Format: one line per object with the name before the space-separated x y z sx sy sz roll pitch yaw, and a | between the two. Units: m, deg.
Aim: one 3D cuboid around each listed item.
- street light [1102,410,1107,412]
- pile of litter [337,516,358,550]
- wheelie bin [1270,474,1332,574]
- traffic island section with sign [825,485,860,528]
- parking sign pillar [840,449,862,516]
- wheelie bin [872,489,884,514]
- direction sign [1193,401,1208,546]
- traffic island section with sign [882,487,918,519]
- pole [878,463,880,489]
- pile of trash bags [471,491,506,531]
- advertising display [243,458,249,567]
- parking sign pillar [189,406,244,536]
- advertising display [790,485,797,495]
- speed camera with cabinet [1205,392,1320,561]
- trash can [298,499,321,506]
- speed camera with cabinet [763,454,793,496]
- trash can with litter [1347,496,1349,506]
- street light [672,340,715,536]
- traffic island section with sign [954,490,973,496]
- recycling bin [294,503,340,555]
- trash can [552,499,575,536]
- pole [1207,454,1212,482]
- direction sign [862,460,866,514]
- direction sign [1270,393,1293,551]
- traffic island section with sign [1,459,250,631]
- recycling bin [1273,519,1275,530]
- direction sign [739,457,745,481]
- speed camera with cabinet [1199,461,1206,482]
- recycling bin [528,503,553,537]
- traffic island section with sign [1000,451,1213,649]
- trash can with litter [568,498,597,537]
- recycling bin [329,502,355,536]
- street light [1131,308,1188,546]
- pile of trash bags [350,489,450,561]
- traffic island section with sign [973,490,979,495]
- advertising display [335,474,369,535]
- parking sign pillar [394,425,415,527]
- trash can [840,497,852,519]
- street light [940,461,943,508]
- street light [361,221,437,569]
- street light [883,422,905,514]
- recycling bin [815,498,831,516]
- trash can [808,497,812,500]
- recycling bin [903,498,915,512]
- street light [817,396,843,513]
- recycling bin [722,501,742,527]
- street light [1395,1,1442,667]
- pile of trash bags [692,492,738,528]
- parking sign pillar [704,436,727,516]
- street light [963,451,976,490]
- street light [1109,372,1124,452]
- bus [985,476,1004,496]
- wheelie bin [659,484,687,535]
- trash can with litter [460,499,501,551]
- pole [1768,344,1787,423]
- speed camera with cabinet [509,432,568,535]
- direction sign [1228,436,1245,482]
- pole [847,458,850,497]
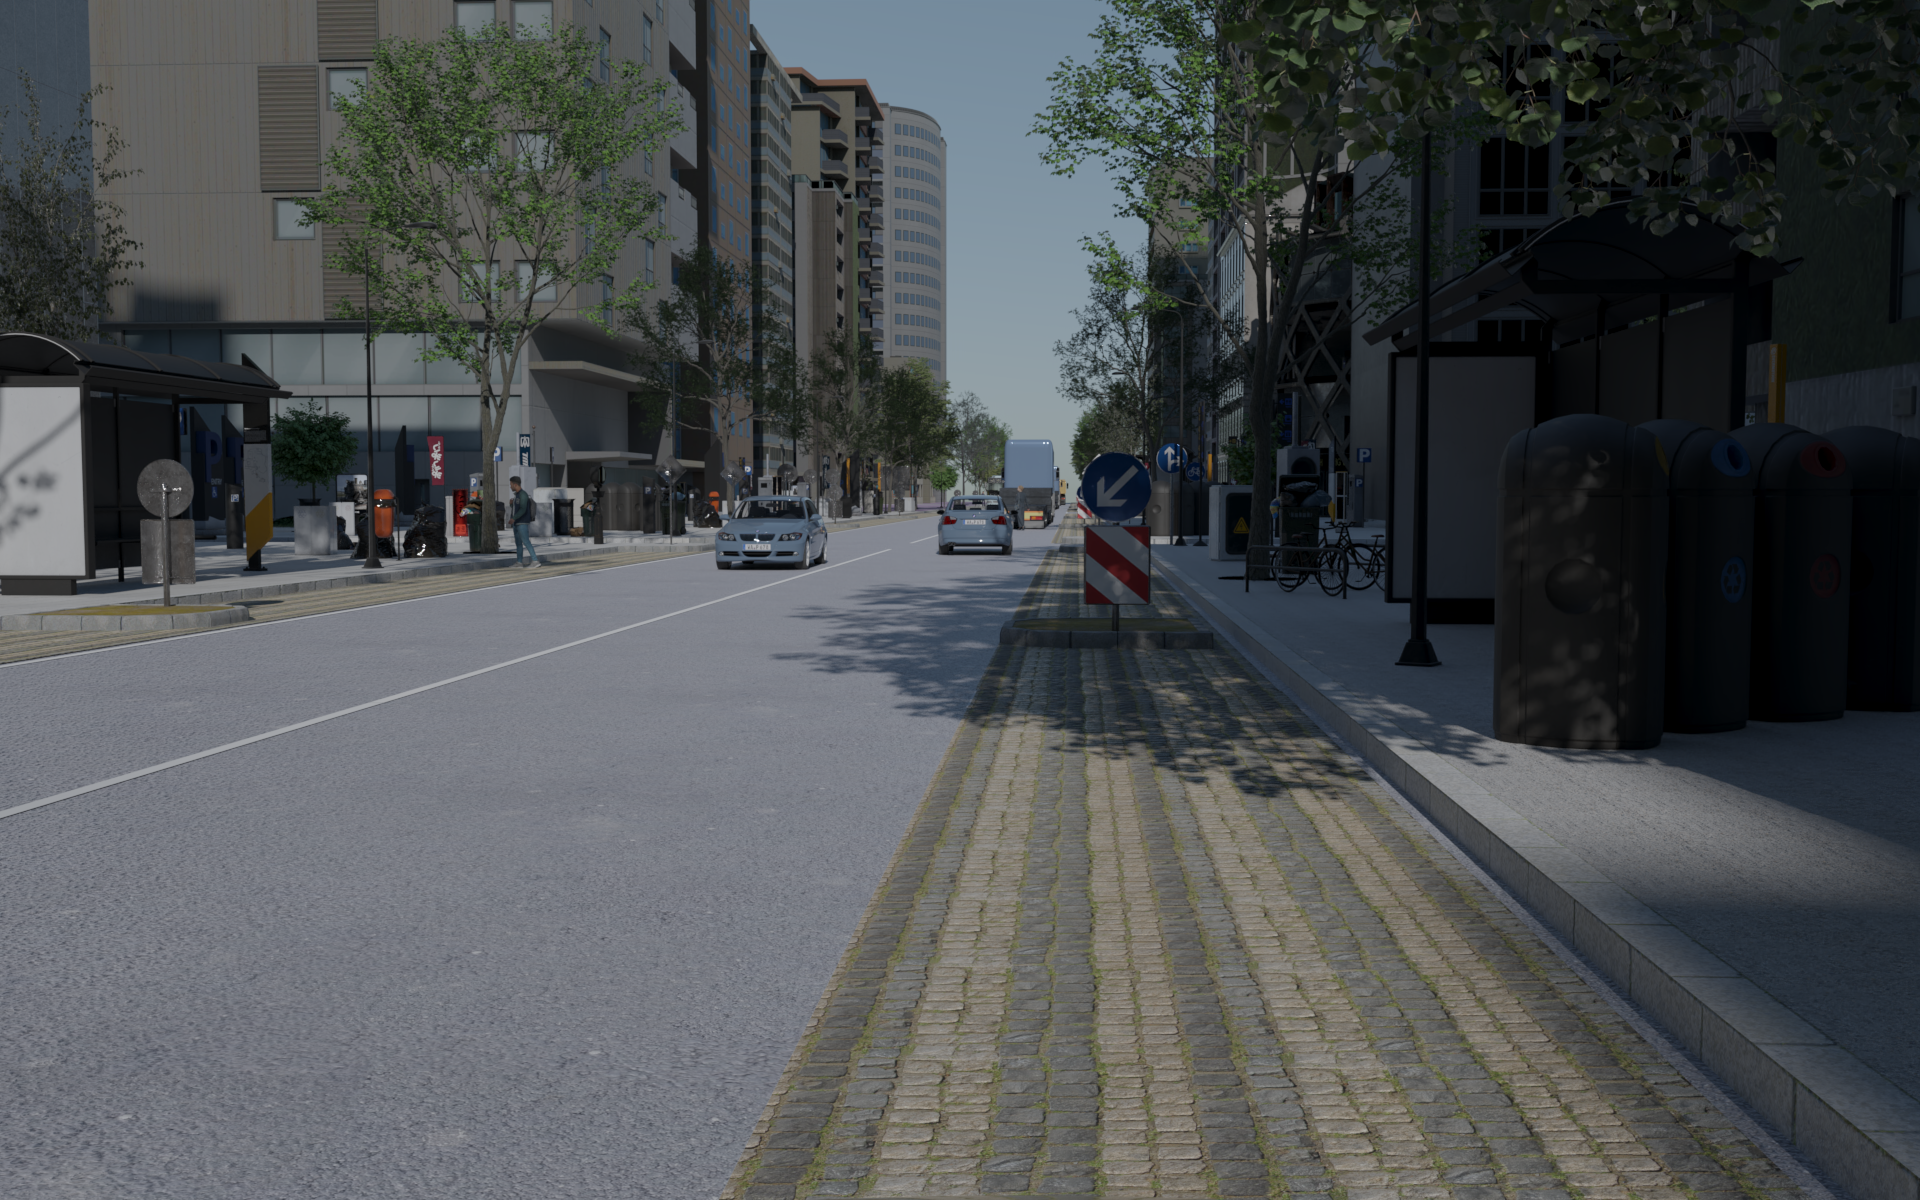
street light | 8.472 -7.543 95.872 1.470 5.913 1.316 0 4 4
pile of litter | -14.319 -1.617 40.399 1.176 0.858 1.719 -2 4 -29
wheelie bin | 5.491 -1.222 27.885 0.980 1.594 0.693 0 4 7
traffic island section with sign | -5.329 -3.998 73.998 1.989 1.847 2.006 0 4 4
parking sign pillar | -6.515 -6.950 102.102 1.447 3.967 1.447 3 5 43
wheelie bin | -5.185 -6.218 109.567 0.693 1.594 0.980 -1 4 -18
direction sign | 5.921 -3.093 42.561 0.379 3.537 0.876 0 4 0
traffic island section with sign | -3.503 -5.665 101.255 1.989 1.847 2.006 0 4 4
pole | -5.215 -7.222 111.917 0.158 3.312 0.155 0 3 0
pile of trash bags | -16.677 -3.063 59.829 1.912 1.369 3.447 -1 4 -17
advertising display | -12.530 -1.549 30.544 0.123 1.923 0.974 -2 4 -26
parking sign pillar | -23.419 -4.002 53.901 1.447 3.967 1.447 0 4 2
advertising display | -11.992 -7.375 125.796 0.123 1.923 0.974 3 4 36
speed camera with cabinet | 5.862 -2.385 33.333 2.038 3.252 0.660 -1 4 -12
trash can | -20.776 -2.673 55.364 0.748 1.137 0.748 0 3 0
speed camera with cabinet | -8.932 -5.546 85.019 0.660 3.252 2.038 -3 4 -36
trash can with litter | 20.019 -4.772 89.403 0.624 1.170 1.055 2 4 28
street light | -8.092 -4.883 52.376 1.470 5.913 1.316 0 4 4
traffic island section with sign | -0.165 -8.727 151.309 1.989 1.847 2.006 0 4 4
recycling bin | -13.609 -1.470 36.585 0.722 1.027 0.722 0 4 -7
trash can | -12.264 -2.566 53.608 0.748 1.137 0.748 0 3 0
pole | 12.759 -5.797 88.619 0.158 3.312 0.155 0 3 0
direction sign | -6.362 -7.484 114.368 0.379 3.537 0.876 -1 4 -17
direction sign | 7.028 -2.872 38.947 0.876 3.537 0.379 0 4 7
traffic island section with sign | -8.995 -0.635 19.004 1.989 1.847 2.006 0 4 4
recycling bin | 11.193 -2.954 60.856 0.722 1.027 0.722 -1 4 -18
direction sign | -13.361 -6.988 106.252 0.379 3.537 0.876 1 4 17
speed camera with cabinet | 15.517 -6.781 105.209 2.038 3.252 0.660 0 4 -8
recycling bin | -12.535 -2.392 51.669 0.722 1.027 0.722 -1 4 -12
traffic island section with sign | 1.402 -0.506 16.902 1.989 1.847 2.006 0 4 4
trash can with litter | -11.304 -2.481 51.952 1.055 1.170 0.624 2 4 25
recycling bin | -18.882 -2.468 52.906 0.722 1.027 0.722 -1 4 -20
street light | 4.916 -4.293 42.728 1.470 5.913 1.316 0 4 4
pile of trash bags | -11.282 -1.524 34.671 1.912 1.369 3.447 -1 4 -10
traffic island section with sign | 1.649 -10.395 178.579 1.989 1.847 2.006 0 4 4
advertising display | -19.186 -3.025 54.673 0.974 1.923 0.123 -2 4 -27
parking sign pillar | -21.963 -4.894 68.484 1.447 3.967 1.447 -2 4 -32
trash can | -5.983 -4.847 90.900 0.748 1.137 0.748 0 3 0
street light | -1.154 -11.348 158.087 1.470 5.913 1.316 0 4 4
street light | -9.603 -3.496 29.693 1.470 5.913 1.316 0 4 4
street light | -4.259 -8.513 111.728 1.470 5.913 1.316 0 4 4
recycling bin | -7.883 -5.331 99.718 0.722 1.027 0.722 -2 4 -28
trash can | -7.833 -4.644 87.578 0.748 1.137 0.748 0 3 0
recycling bin | -3.699 -6.860 124.711 0.722 1.027 0.722 1 4 22
street light | -6.216 -6.698 82.055 1.470 5.913 1.316 0 4 4
recycling bin | -8.355 -3.171 64.407 0.722 1.027 0.722 2 4 25
street light | 2.903 -2.467 12.876 1.470 5.913 1.316 0 4 4
pile of trash bags | -9.413 -3.502 67.010 1.912 1.369 3.447 -1 4 -14
parking sign pillar | -11.400 -5.653 80.899 1.447 3.967 1.447 -3 5 -42
street light | 0.863 -13.185 188.115 1.470 5.913 1.316 0 4 4
street light | 6.457 -5.709 65.888 1.470 5.913 1.316 0 4 4
bus | 4.010 -10.506 166.630 2.948 3.499 13.247 0 4 3
wheelie bin | -9.052 -2.860 54.664 0.980 1.594 0.693 2 4 34
trash can with litter | -10.746 -1.682 38.885 0.624 1.170 1.055 0 4 6
pole | 11.134 -1.824 23.661 0.158 3.312 0.155 0 3 0
speed camera with cabinet | -13.501 -3.738 55.454 2.038 3.252 0.660 2 4 31
direction sign | 10.851 -4.620 67.526 0.876 3.537 0.379 3 4 39
pole | -6.353 -6.401 98.503 0.158 3.312 0.155 0 3 0
